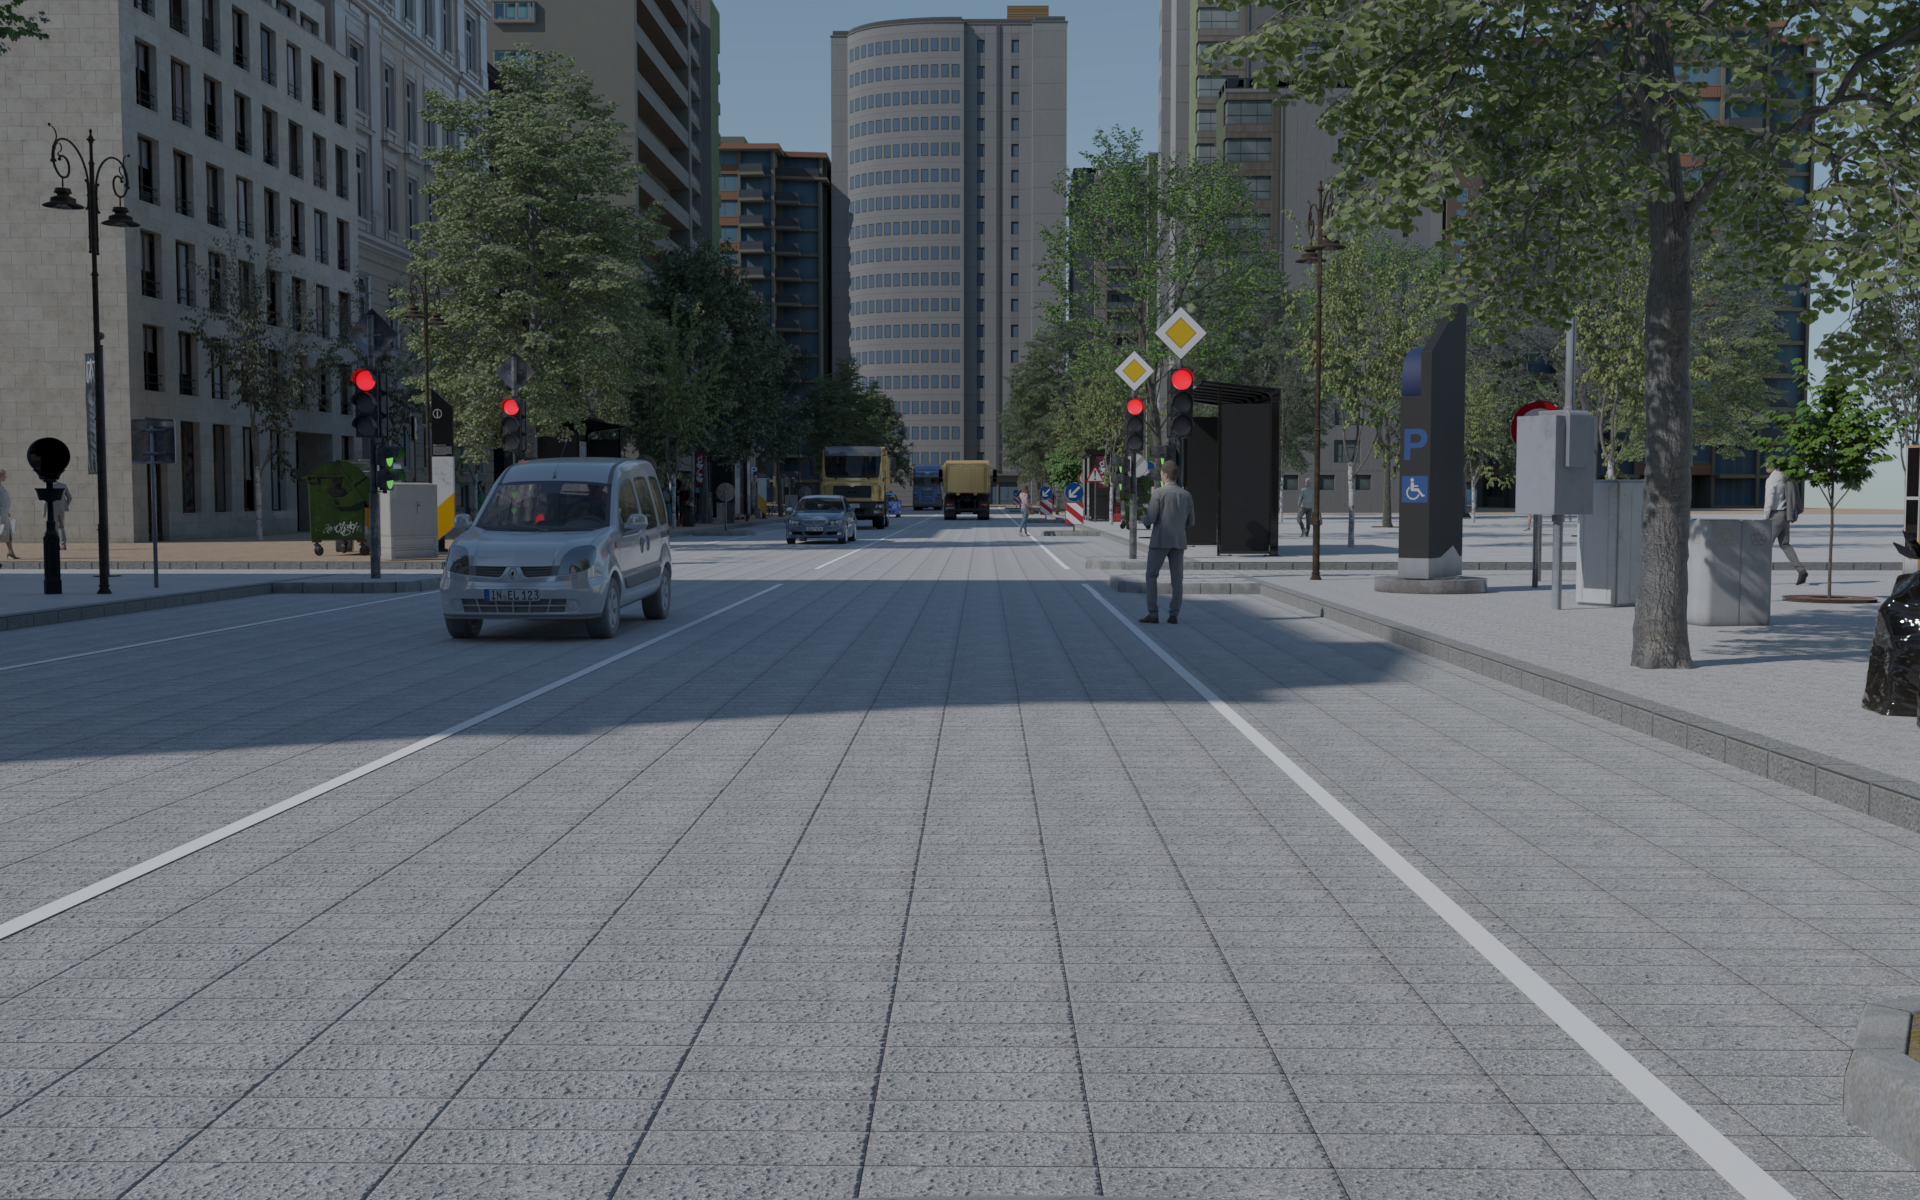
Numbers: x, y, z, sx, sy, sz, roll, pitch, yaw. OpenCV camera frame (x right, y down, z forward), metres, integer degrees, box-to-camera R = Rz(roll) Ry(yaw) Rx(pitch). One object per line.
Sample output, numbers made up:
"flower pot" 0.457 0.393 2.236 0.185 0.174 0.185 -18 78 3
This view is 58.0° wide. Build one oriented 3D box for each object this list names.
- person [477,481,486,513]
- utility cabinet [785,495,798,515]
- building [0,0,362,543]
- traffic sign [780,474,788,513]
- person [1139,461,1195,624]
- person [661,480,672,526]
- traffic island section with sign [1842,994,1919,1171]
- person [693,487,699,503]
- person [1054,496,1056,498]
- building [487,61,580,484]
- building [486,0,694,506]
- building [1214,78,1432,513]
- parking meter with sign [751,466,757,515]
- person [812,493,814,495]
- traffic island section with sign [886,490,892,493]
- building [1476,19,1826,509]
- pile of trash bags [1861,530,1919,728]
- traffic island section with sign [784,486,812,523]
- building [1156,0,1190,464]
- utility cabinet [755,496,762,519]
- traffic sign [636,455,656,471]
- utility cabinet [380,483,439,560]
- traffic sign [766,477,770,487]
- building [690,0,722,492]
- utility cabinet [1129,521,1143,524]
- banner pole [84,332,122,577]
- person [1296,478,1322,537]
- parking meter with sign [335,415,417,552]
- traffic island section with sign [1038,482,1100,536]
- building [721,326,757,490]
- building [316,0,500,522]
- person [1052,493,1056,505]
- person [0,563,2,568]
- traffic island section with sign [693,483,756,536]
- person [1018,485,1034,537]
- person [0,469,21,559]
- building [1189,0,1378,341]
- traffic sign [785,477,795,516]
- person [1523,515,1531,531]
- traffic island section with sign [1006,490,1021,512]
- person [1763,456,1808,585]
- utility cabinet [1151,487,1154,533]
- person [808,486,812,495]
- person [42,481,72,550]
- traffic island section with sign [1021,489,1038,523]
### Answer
"person" -18.241 -3.648 65.931 0.529 1.795 0.600 1 4 21
"utility cabinet" -10.418 -5.936 108.220 1.020 1.237 0.306 1 4 21
"building" -26.639 -12.130 53.072 10.420 20.320 16.860 0 4 1
"traffic sign" -11.184 -6.672 109.194 0.768 2.556 0.104 0 4 3
"person" 2.269 -0.647 19.279 0.606 1.804 0.583 -2 4 -31
"person" -11.763 -3.856 69.076 0.794 1.824 0.713 3 5 42
"traffic island section with sign" 3.024 0.314 3.501 1.989 1.847 2.006 0 4 1
"person" -14.340 -5.422 94.712 0.654 1.822 0.581 3 5 41
"person" 9.281 -9.345 158.828 1.348 1.824 0.705 2 4 30
"building" -27.815 -15.933 90.175 12.332 23.373 15.834 0 4 1
"building" -30.980 -30.344 119.821 21.300 48.544 21.600 0 4 1
"building" 24.960 -21.534 123.787 14.160 30.474 14.107 0 4 1
"parking meter with sign" -12.988 -6.795 107.355 0.543 3.016 1.738 1 4 10
"person" -14.035 -9.602 166.261 0.991 1.433 0.599 2 4 26
"traffic island section with sign" -6.673 -9.543 164.662 1.989 1.847 2.006 0 4 1
"building" 64.369 -31.039 162.111 28.867 44.769 22.147 0 4 1
"pile of trash bags" 6.828 0.027 9.308 3.447 1.369 1.912 2 4 24
"traffic island section with sign" -7.751 -4.791 86.959 1.989 1.847 2.006 0 4 1
"building" 28.740 -37.738 159.016 21.231 58.520 28.212 0 4 1
"utility cabinet" -10.500 -4.897 91.235 0.306 1.237 1.020 1 4 12
"traffic sign" -10.235 -3.432 56.215 0.768 2.556 0.104 0 4 5
"utility cabinet" -10.729 -1.535 33.778 0.318 1.500 1.173 2 4 31
"traffic sign" -11.945 -6.349 105.932 0.606 2.300 0.079 0 4 5
"building" -27.044 -27.803 138.175 14.154 41.232 14.086 0 4 1
"utility cabinet" 7.600 -3.925 75.337 0.306 1.237 1.020 -2 4 -27
"banner pole" -13.429 -2.260 26.972 0.863 3.779 0.401 3 5 43
"person" 10.510 -2.781 52.001 0.782 1.767 0.515 -1 4 -18
"parking meter with sign" -12.971 -2.582 38.469 1.738 3.016 0.543 -1 4 -12
"traffic island section with sign" 3.792 -3.123 59.692 1.989 1.847 2.006 0 4 1
"building" -35.103 -19.301 160.617 28.899 21.520 27.650 0 4 1
"building" -28.223 -17.455 71.293 13.634 28.700 20.117 0 4 1
"person" 8.888 -9.570 165.779 0.557 1.426 1.065 -2 4 -35
"person" -15.262 -1.268 26.689 0.836 1.842 0.656 -2 4 -34
"traffic island section with sign" -8.123 -3.142 60.006 1.989 1.847 2.006 0 4 1
"person" 2.171 -3.025 58.556 0.643 1.750 0.593 -2 4 -28
"person" -18.837 -1.686 33.968 0.624 1.780 0.694 -1 4 -8
"building" 24.987 -27.784 137.866 14.154 41.232 14.086 0 4 1
"traffic sign" -10.109 -6.161 102.863 0.606 2.300 0.079 1 4 10
"person" 19.960 -3.318 60.317 0.581 1.822 0.654 -3 4 -36
"traffic island section with sign" 4.857 -7.793 136.048 1.989 1.847 2.006 0 4 1
"person" 11.588 -1.120 24.462 0.679 1.850 0.850 -2 4 -35
"utility cabinet" 6.450 -2.699 52.813 1.173 1.500 0.318 0 4 -4
"person" -10.154 -6.764 116.651 0.705 1.821 1.348 -1 4 -19
"person" -20.637 -2.044 39.559 0.391 1.810 0.635 1 4 18
"traffic island section with sign" 4.174 -4.772 86.645 1.989 1.847 2.006 0 4 1
